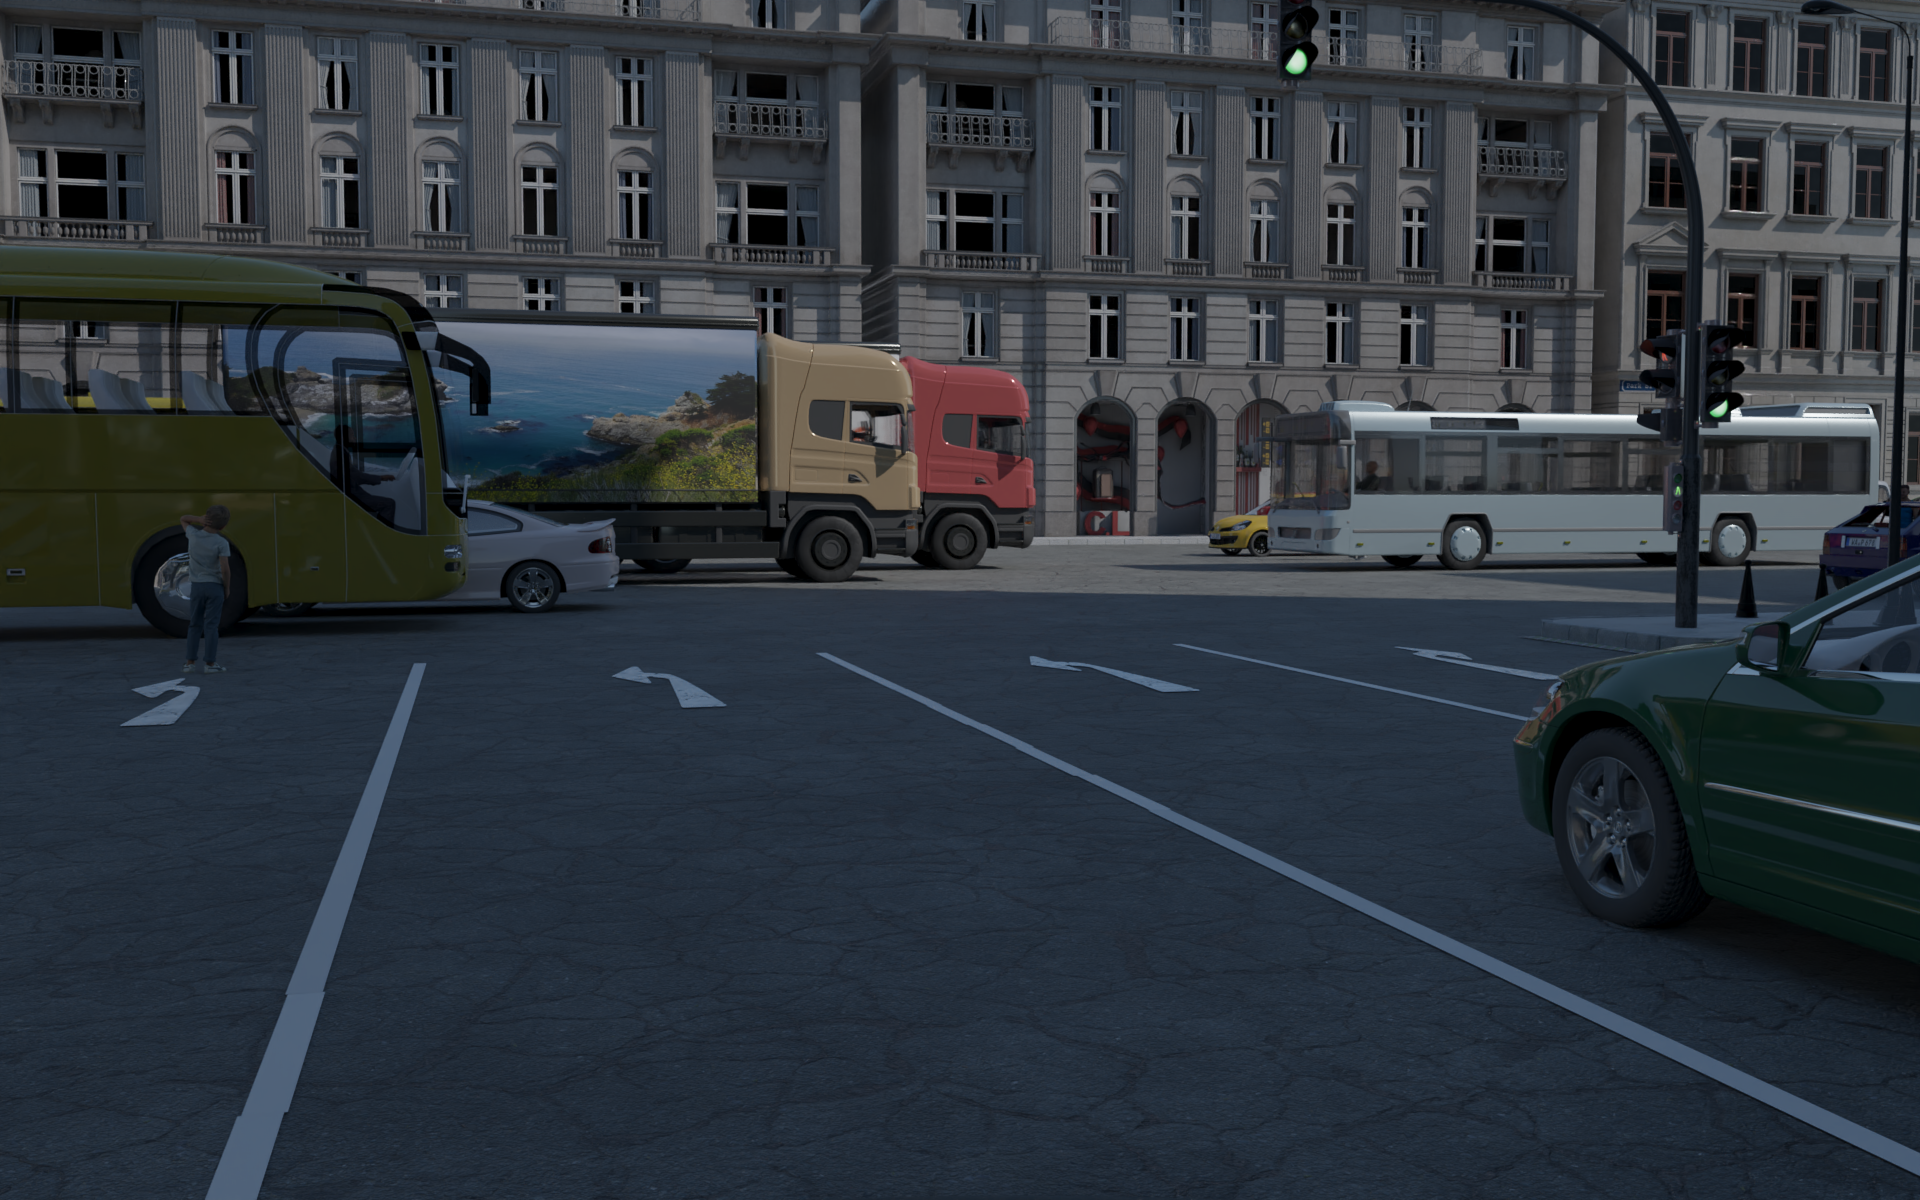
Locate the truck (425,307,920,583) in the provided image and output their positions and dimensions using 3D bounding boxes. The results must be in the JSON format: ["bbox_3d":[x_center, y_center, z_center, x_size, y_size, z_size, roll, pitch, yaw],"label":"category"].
[{"bbox_3d":[-5.678,-2.385,27.910,11.283,4.237,2.839,-1,4,-17],"label":"truck"}]

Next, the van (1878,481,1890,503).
[{"bbox_3d":[26.224,-2.783,52.520,2.013,2.044,4.112,-1,4,-14],"label":"van"}]

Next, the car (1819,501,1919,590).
[{"bbox_3d":[14.148,-0.709,24.179,3.894,1.354,1.945,-1,4,-14],"label":"car"}]

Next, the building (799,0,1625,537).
[{"bbox_3d":[7.779,-13.243,58.329,24.055,21.916,13.314,-1,4,-15],"label":"building"}]

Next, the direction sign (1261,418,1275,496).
[{"bbox_3d":[9.271,-3.642,51.536,0.876,3.537,0.379,-3,4,-37],"label":"direction sign"}]

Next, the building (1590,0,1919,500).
[{"bbox_3d":[29.710,-13.923,63.799,21.152,22.565,11.583,-1,4,-15],"label":"building"}]

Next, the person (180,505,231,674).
[{"bbox_3d":[-6.056,-0.090,13.888,0.435,1.345,0.340,-1,4,-12],"label":"person"}]

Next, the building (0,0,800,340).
[{"bbox_3d":[-15.530,-12.869,52.201,24.055,21.916,13.314,-1,4,-15],"label":"building"}]

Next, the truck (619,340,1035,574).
[{"bbox_3d":[-3.590,-2.675,32.650,11.283,4.237,2.839,-1,4,-16],"label":"truck"}]

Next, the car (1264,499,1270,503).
[{"bbox_3d":[10.117,-2.308,46.783,4.494,1.783,2.155,-1,4,-14],"label":"car"}]

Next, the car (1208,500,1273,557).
[{"bbox_3d":[7.771,-1.855,40.560,3.980,1.641,2.015,-1,4,-17],"label":"car"}]

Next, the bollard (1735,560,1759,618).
[{"bbox_3d":[8.183,-0.119,17.994,0.229,0.601,0.229,0,3,0],"label":"bollard"}]

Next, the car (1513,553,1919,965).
[{"bbox_3d":[3.412,0.439,4.625,2.131,1.459,4.920,-1,4,-15],"label":"car"}]

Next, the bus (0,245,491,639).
[{"bbox_3d":[-11.030,-1.574,17.274,12.252,3.916,2.896,-1,4,-16],"label":"bus"}]

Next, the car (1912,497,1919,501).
[{"bbox_3d":[30.306,-2.659,52.271,4.718,1.807,1.959,-1,4,-15],"label":"car"}]

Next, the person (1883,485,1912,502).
[{"bbox_3d":[16.150,-1.190,29.820,0.647,1.594,0.662,3,5,39],"label":"person"}]

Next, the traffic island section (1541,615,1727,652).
[{"bbox_3d":[6.992,0.342,16.681,2.009,0.180,2.903,-1,4,-15],"label":"traffic island section"}]

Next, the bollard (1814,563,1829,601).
[{"bbox_3d":[8.461,-0.058,16.996,0.229,0.601,0.229,0,3,0],"label":"bollard"}]

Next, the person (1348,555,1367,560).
[{"bbox_3d":[8.524,-1.770,37.427,0.794,1.824,0.713,-2,4,-31],"label":"person"}]

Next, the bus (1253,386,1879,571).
[{"bbox_3d":[11.818,-2.410,34.266,13.247,3.499,2.948,-1,4,-16],"label":"bus"}]

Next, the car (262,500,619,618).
[{"bbox_3d":[-6.647,-0.546,21.296,4.827,1.381,2.083,-1,4,-15],"label":"car"}]

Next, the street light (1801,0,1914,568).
[{"bbox_3d":[8.562,-2.693,16.577,1.470,5.913,1.316,-1,4,-15],"label":"street light"}]

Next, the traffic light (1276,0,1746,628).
[{"bbox_3d":[4.958,-2.519,15.861,4.771,5.953,1.251,-1,4,-15],"label":"traffic light"}]
